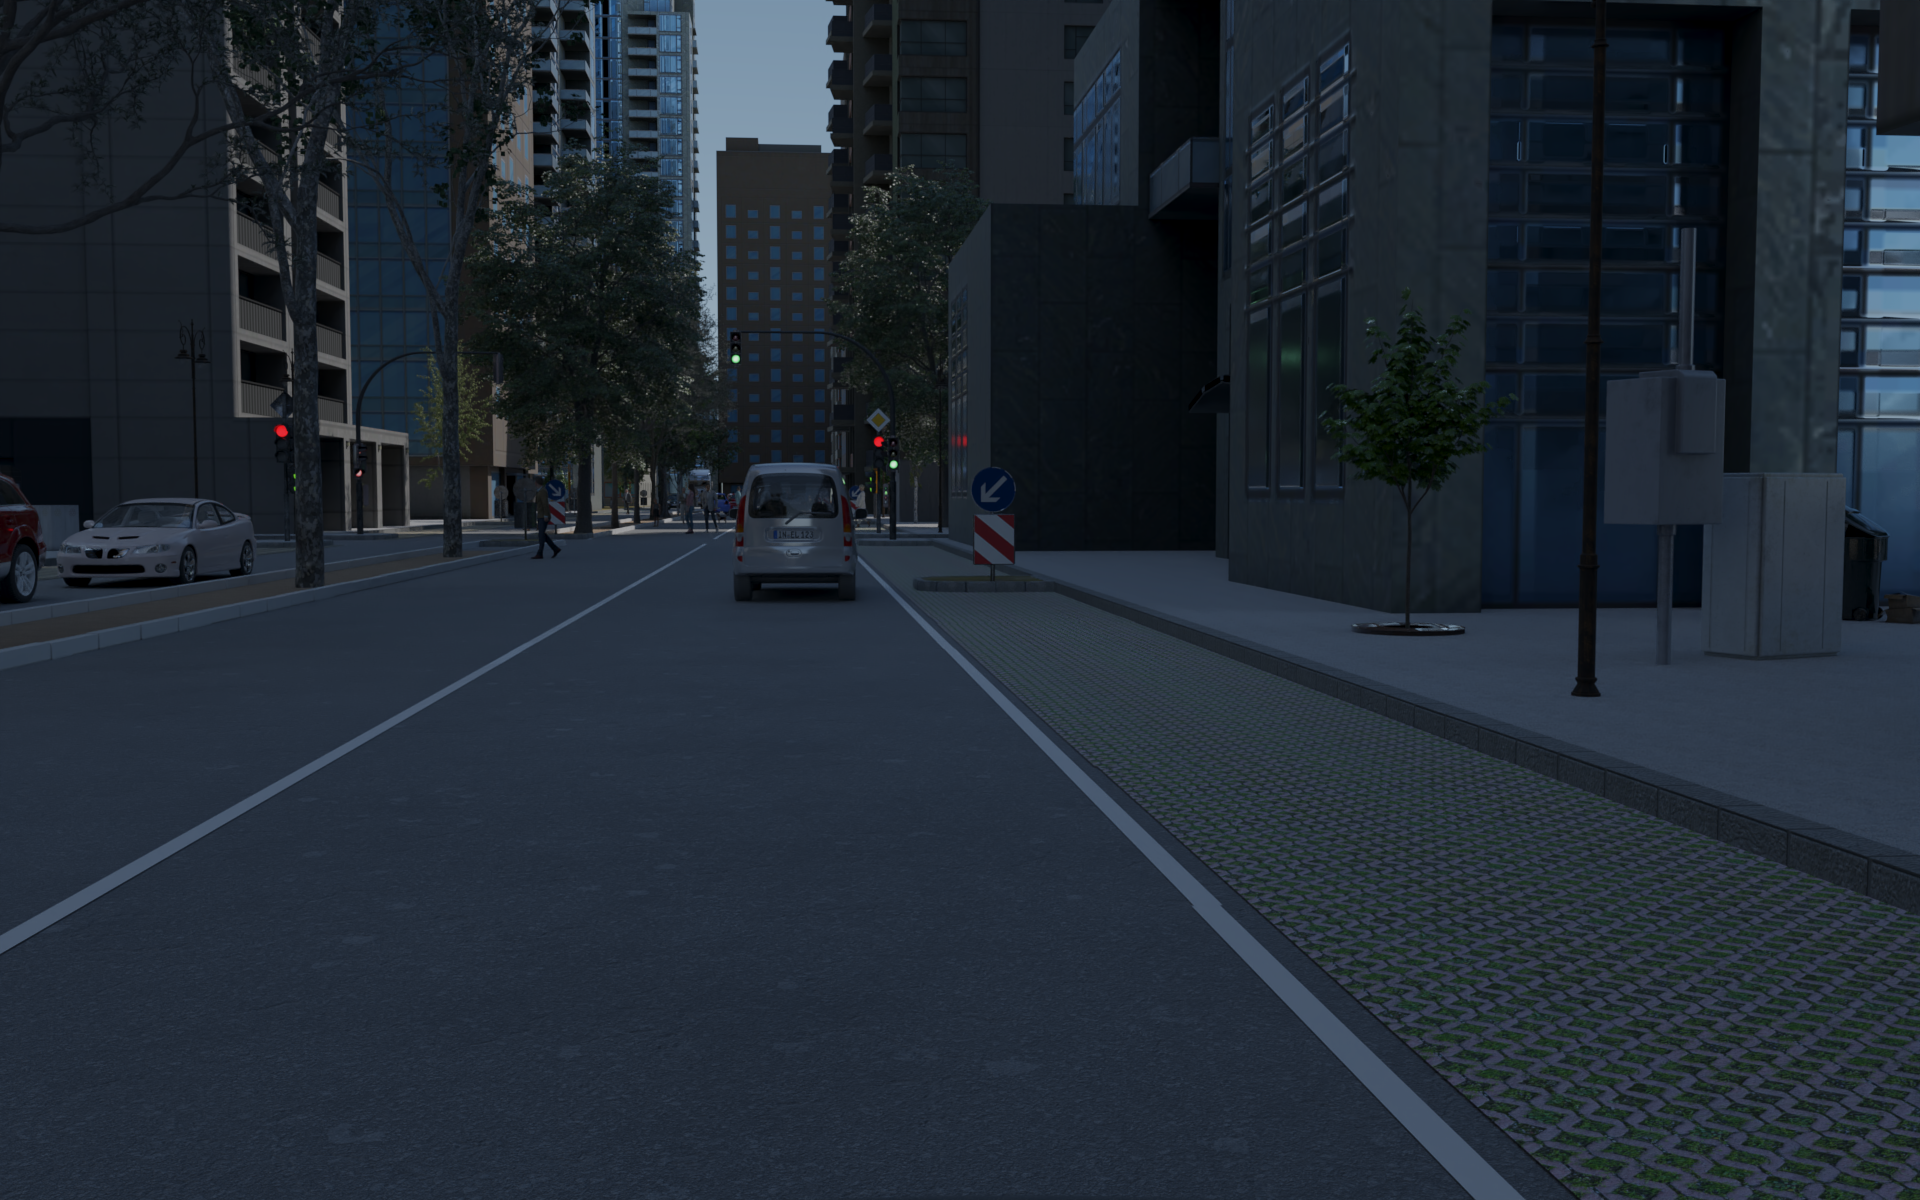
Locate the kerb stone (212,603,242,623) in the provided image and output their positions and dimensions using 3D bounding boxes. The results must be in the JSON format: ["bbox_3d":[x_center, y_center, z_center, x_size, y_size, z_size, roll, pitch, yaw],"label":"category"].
[{"bbox_3d":[-8.366,0.160,19.581,0.120,0.150,1.000,0,4,-5],"label":"kerb stone"}]

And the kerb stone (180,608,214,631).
[{"bbox_3d":[-8.257,0.223,18.565,0.120,0.150,1.000,0,4,-5],"label":"kerb stone"}]

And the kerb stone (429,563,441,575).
[{"bbox_3d":[-9.442,-0.528,30.835,0.120,0.150,1.000,0,4,-5],"label":"kerb stone"}]

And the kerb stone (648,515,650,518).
[{"bbox_3d":[-18.257,-4.792,100.545,0.120,0.150,1.000,0,4,-5],"label":"kerb stone"}]

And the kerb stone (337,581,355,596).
[{"bbox_3d":[-8.856,-0.154,24.714,0.120,0.150,1.000,0,4,-5],"label":"kerb stone"}]

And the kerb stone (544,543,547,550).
[{"bbox_3d":[-10.721,-1.340,44.100,0.120,0.150,1.000,0,4,-5],"label":"kerb stone"}]

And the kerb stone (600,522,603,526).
[{"bbox_3d":[-15.895,-3.295,76.061,0.120,0.150,1.000,0,4,-5],"label":"kerb stone"}]

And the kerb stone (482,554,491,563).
[{"bbox_3d":[-9.936,-0.840,35.924,0.120,0.150,1.000,0,4,-5],"label":"kerb stone"}]

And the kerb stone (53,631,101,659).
[{"bbox_3d":[-7.969,0.418,15.489,0.120,0.150,1.000,0,4,-5],"label":"kerb stone"}]

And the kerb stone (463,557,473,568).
[{"bbox_3d":[-9.738,-0.715,33.890,0.120,0.150,1.000,0,4,-5],"label":"kerb stone"}]

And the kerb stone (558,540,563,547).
[{"bbox_3d":[-11.016,-1.527,47.162,0.120,0.150,1.000,0,4,-5],"label":"kerb stone"}]

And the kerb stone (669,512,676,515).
[{"bbox_3d":[-20.412,-6.165,122.992,0.120,0.150,1.000,0,4,-5],"label":"kerb stone"}]

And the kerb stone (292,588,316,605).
[{"bbox_3d":[-8.658,-0.028,22.654,0.120,0.150,1.000,0,4,-5],"label":"kerb stone"}]

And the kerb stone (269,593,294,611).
[{"bbox_3d":[-8.556,0.037,21.637,0.120,0.150,1.000,0,4,-5],"label":"kerb stone"}]

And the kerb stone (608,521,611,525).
[{"bbox_3d":[-16.188,-3.477,79.117,0.120,0.150,1.000,0,4,-5],"label":"kerb stone"}]

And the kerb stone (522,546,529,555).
[{"bbox_3d":[-10.415,-1.152,41.037,0.120,0.150,1.000,0,4,-5],"label":"kerb stone"}]

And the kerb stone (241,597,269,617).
[{"bbox_3d":[-8.460,0.097,20.604,0.120,0.150,1.000,0,4,-5],"label":"kerb stone"}]

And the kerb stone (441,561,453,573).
[{"bbox_3d":[-9.536,-0.591,31.853,0.120,0.150,1.000,0,4,-5],"label":"kerb stone"}]

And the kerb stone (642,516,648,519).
[{"bbox_3d":[-18.149,-4.730,99.524,0.120,0.150,1.000,0,4,-5],"label":"kerb stone"}]

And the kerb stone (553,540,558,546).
[{"bbox_3d":[-10.916,-1.465,46.144,0.120,0.150,1.000,0,4,-5],"label":"kerb stone"}]

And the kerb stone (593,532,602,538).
[{"bbox_3d":[-11.946,-2.120,56.862,0.120,0.150,1.000,0,4,-5],"label":"kerb stone"}]

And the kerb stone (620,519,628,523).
[{"bbox_3d":[-16.979,-3.980,87.265,0.120,0.150,1.000,0,4,-5],"label":"kerb stone"}]

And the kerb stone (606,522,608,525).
[{"bbox_3d":[-16.093,-3.417,78.099,0.120,0.150,1.000,0,4,-5],"label":"kerb stone"}]

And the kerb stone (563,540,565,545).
[{"bbox_3d":[-11.109,-1.590,48.184,0.120,0.150,1.000,0,4,-5],"label":"kerb stone"}]

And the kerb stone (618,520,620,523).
[{"bbox_3d":[-16.584,-3.726,83.195,0.120,0.150,1.000,0,4,-5],"label":"kerb stone"}]

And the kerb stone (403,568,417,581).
[{"bbox_3d":[-9.243,-0.404,28.799,0.120,0.150,1.000,0,4,-5],"label":"kerb stone"}]

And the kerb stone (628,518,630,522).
[{"bbox_3d":[-17.069,-4.036,88.283,0.120,0.150,1.000,0,4,-5],"label":"kerb stone"}]

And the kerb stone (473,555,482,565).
[{"bbox_3d":[-9.839,-0.775,34.907,0.120,0.150,1.000,0,4,-5],"label":"kerb stone"}]

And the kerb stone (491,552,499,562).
[{"bbox_3d":[-10.027,-0.900,36.950,0.120,0.150,1.000,0,4,-5],"label":"kerb stone"}]

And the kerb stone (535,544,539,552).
[{"bbox_3d":[-10.618,-1.277,43.077,0.120,0.150,1.000,0,4,-5],"label":"kerb stone"}]

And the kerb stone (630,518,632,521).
[{"bbox_3d":[-17.170,-4.104,89.300,0.120,0.150,1.000,0,4,-5],"label":"kerb stone"}]

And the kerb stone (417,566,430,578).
[{"bbox_3d":[-9.341,-0.460,29.817,0.120,0.150,1.000,0,4,-5],"label":"kerb stone"}]

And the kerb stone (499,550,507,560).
[{"bbox_3d":[-10.131,-0.963,37.979,0.120,0.150,1.000,0,4,-5],"label":"kerb stone"}]

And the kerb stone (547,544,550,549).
[{"bbox_3d":[-10.813,-1.401,45.124,0.120,0.150,1.000,0,4,-5],"label":"kerb stone"}]

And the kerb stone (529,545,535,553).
[{"bbox_3d":[-10.521,-1.211,42.054,0.120,0.150,1.000,0,4,-5],"label":"kerb stone"}]

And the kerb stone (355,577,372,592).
[{"bbox_3d":[-8.957,-0.210,25.738,0.120,0.150,1.000,0,4,-5],"label":"kerb stone"}]

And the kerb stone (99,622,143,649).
[{"bbox_3d":[-8.066,0.350,16.510,0.120,0.150,1.000,0,4,-5],"label":"kerb stone"}]

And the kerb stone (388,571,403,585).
[{"bbox_3d":[-9.147,-0.342,27.781,0.120,0.150,1.000,0,4,-5],"label":"kerb stone"}]

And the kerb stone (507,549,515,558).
[{"bbox_3d":[-10.220,-1.028,38.997,0.120,0.150,1.000,0,4,-5],"label":"kerb stone"}]

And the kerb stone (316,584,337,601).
[{"bbox_3d":[-8.748,-0.091,23.682,0.120,0.150,1.000,0,4,-5],"label":"kerb stone"}]

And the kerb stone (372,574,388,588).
[{"bbox_3d":[-9.050,-0.271,26.756,0.120,0.150,1.000,0,4,-5],"label":"kerb stone"}]

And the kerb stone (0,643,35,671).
[{"bbox_3d":[-7.876,0.472,14.471,0.120,0.150,1.000,0,4,-5],"label":"kerb stone"}]

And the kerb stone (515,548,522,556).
[{"bbox_3d":[-10.325,-1.090,40.019,0.120,0.150,1.000,0,4,-5],"label":"kerb stone"}]

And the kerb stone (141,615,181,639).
[{"bbox_3d":[-8.161,0.286,17.545,0.120,0.150,1.000,0,4,-5],"label":"kerb stone"}]

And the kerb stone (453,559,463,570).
[{"bbox_3d":[-9.635,-0.648,32.874,0.120,0.150,1.000,0,4,-5],"label":"kerb stone"}]

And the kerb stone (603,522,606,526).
[{"bbox_3d":[-15.998,-3.356,77.081,0.120,0.150,1.000,0,4,-5],"label":"kerb stone"}]
